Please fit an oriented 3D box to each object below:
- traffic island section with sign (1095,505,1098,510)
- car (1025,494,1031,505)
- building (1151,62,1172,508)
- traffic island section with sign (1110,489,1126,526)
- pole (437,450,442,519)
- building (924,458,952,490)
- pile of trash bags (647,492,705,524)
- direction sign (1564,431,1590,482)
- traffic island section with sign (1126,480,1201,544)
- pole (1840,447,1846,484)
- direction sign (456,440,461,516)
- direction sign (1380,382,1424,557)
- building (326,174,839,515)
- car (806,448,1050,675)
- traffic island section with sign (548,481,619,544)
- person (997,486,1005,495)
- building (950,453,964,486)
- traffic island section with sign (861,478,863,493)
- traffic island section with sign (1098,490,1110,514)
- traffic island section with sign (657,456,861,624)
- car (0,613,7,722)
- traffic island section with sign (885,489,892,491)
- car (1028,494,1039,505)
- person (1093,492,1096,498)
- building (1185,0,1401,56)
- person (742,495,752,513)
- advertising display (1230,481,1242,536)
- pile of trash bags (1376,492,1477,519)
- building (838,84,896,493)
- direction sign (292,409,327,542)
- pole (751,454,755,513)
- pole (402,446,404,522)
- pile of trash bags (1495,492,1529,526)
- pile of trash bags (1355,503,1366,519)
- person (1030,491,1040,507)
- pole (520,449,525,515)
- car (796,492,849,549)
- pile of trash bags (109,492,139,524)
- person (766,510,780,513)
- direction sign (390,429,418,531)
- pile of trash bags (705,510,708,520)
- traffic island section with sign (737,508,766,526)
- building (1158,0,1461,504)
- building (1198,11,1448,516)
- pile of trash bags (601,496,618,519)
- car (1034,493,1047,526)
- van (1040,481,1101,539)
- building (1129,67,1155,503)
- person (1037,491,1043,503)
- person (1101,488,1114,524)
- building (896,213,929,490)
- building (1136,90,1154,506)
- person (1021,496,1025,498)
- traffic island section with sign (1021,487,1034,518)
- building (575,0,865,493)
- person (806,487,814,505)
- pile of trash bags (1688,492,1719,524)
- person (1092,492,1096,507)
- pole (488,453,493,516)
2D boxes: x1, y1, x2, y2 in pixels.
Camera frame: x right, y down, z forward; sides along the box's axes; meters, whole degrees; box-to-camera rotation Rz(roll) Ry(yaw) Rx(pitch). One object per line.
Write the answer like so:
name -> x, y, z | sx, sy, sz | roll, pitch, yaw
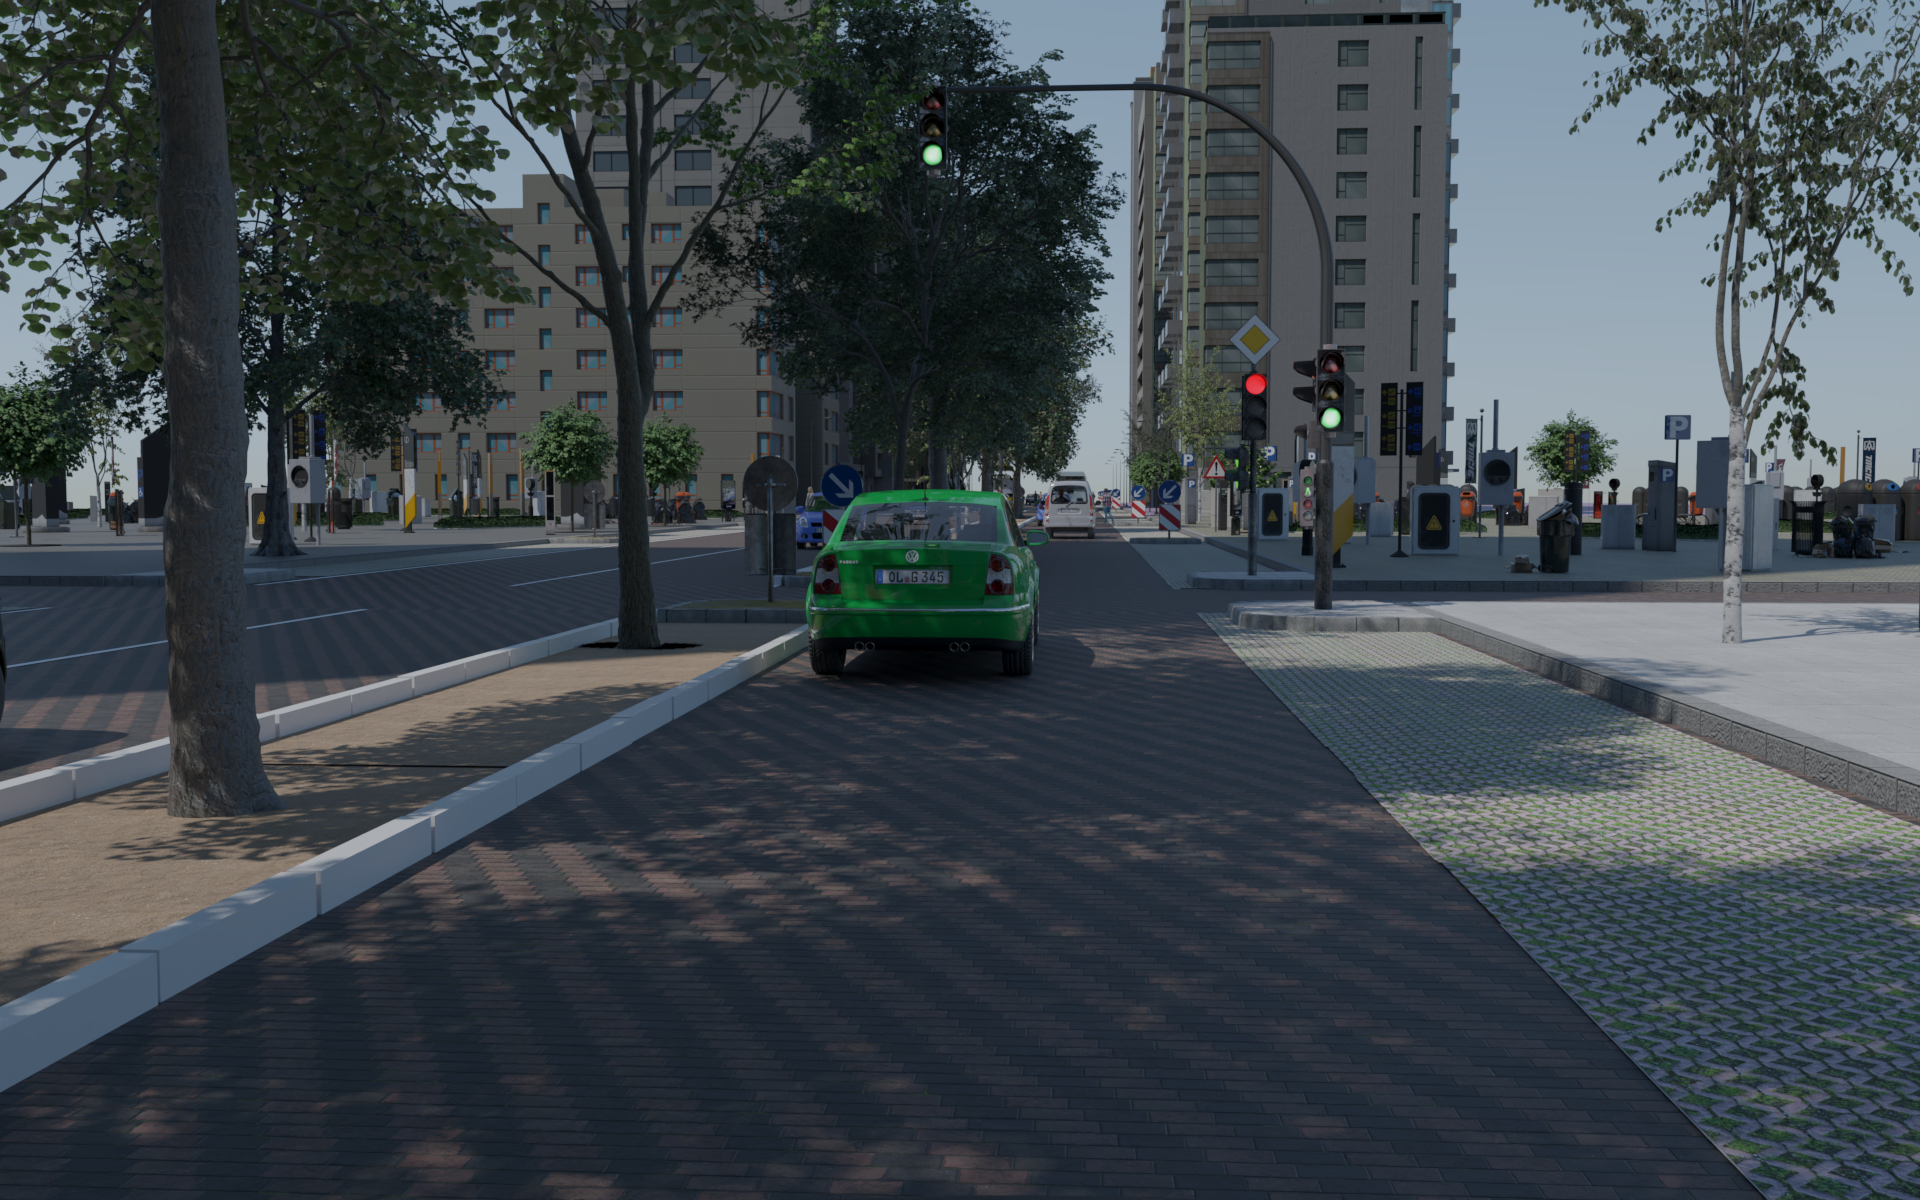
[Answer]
traffic island section with sign -> 13.223, -8.893, 154.032 | 1.989, 1.847, 2.006 | 0, 4, 4
car -> 9.956, -14.080, 239.240 | 2.155, 1.783, 4.494 | 0, 4, 4
building -> 25.591, -29.588, 167.358 | 14.154, 41.232, 14.086 | 0, 4, 4
traffic island section with sign -> 7.783, -4.175, 76.887 | 1.989, 1.847, 2.006 | 0, 4, 4
pole -> -24.090, -5.280, 80.164 | 0.158, 3.312, 0.155 | 0, 3, 0
building -> -15.972, -23.817, 234.448 | 27.650, 21.520, 28.899 | 0, 4, 4
pile of trash bags -> -12.499, -4.066, 76.239 | 1.912, 1.369, 3.447 | 0, 4, -2
direction sign -> 22.012, -4.273, 61.861 | 0.876, 3.537, 0.379 | 0, 3, 0
traffic island section with sign -> 5.906, -2.530, 49.997 | 1.989, 1.847, 2.006 | 0, 4, 4
pole -> 37.993, -4.940, 74.609 | 0.158, 3.312, 0.155 | 0, 3, 0
direction sign -> -21.162, -4.962, 73.121 | 0.379, 3.537, 0.876 | -2, 4, -25
direction sign -> 8.948, -2.640, 35.157 | 0.876, 3.537, 0.379 | 2, 4, 34
building -> -24.075, -16.766, 119.167 | 27.650, 21.520, 28.899 | 0, 4, 4
car -> -0.208, -0.386, 15.115 | 1.959, 1.807, 4.718 | 0, 4, 4
traffic island section with sign -> -10.773, -2.565, 50.570 | 1.989, 1.847, 2.006 | 0, 4, 4
person -> 1.929, -4.595, 83.638 | 0.555, 1.821, 0.388 | -1, 4, -16
building -> -6.857, -29.602, 255.689 | 14.160, 30.474, 14.107 | 0, 4, 4
traffic island section with sign -> -1.776, -1.179, 27.419 | 2.006, 1.907, 1.989 | 0, 4, 4
traffic island section with sign -> 11.285, -7.207, 126.461 | 1.989, 1.847, 2.006 | 0, 4, 4
traffic island section with sign -> -2.305, -0.727, 20.030 | 2.006, 1.907, 1.989 | 0, 4, 4
car -> -6.323, 0.100, 8.149 | 2.009, 1.686, 4.222 | 0, 4, 3
traffic island section with sign -> -5.304, -7.312, 128.185 | 1.989, 1.847, 2.006 | 0, 4, 4
car -> 9.901, -13.122, 226.341 | 2.131, 1.459, 4.920 | 0, 4, 3
person -> 17.410, -13.355, 227.376 | 1.217, 1.766, 0.721 | -3, 5, -44
building -> 22.795, -26.839, 122.406 | 14.154, 41.232, 14.086 | 0, 4, 4
person -> -9.270, -4.109, 75.492 | 0.447, 1.846, 0.655 | 0, 4, -3
advertising display -> 8.553, -2.965, 53.684 | 0.123, 1.923, 0.974 | 2, 4, 25
pile of trash bags -> 17.779, -3.402, 65.381 | 3.447, 1.369, 1.912 | 2, 4, 34
building -> -13.563, -29.214, 161.244 | 14.154, 41.232, 14.086 | 0, 4, 4
direction sign -> -17.480, -3.338, 46.579 | 0.876, 3.537, 0.379 | -3, 4, -36
pole -> -10.470, -5.736, 87.621 | 0.158, 3.312, 0.155 | 0, 3, 0
pole -> -23.116, -4.793, 72.204 | 0.158, 3.312, 0.155 | 0, 3, 0
pile of trash bags -> 23.042, -3.769, 71.383 | 1.912, 1.369, 3.447 | 1, 4, 13
pile of trash bags -> 19.699, -4.551, 84.160 | 1.912, 1.369, 3.447 | 0, 4, -5
person -> 8.382, -11.265, 192.698 | 1.348, 1.821, 0.705 | -2, 4, -31
pole -> -19.871, -5.186, 78.633 | 0.158, 3.312, 0.155 | 0, 3, 0
car -> -3.367, -2.246, 46.315 | 1.945, 1.707, 3.694 | 0, 4, 3
pile of trash bags -> -36.227, -4.054, 76.034 | 1.912, 1.369, 3.447 | 0, 4, 4
person -> -5.304, -2.490, 49.392 | 0.537, 1.800, 0.526 | -1, 4, -21
direction sign -> -19.234, -4.157, 59.967 | 0.876, 3.537, 0.379 | -1, 4, -19
pile of trash bags -> -13.668, -4.705, 86.676 | 1.912, 1.369, 3.447 | -1, 4, -12
traffic island section with sign -> -8.858, -4.229, 77.780 | 1.989, 1.847, 2.006 | 0, 4, 4
building -> 28.163, -32.113, 144.655 | 23.786, 49.044, 30.456 | 0, 4, 4
building -> 21.939, -20.590, 108.346 | 14.160, 30.474, 14.107 | 0, 4, 4
pile of trash bags -> -17.405, -4.923, 90.248 | 1.912, 1.369, 3.447 | 2, 4, 27
car -> 4.322, -4.192, 78.134 | 1.945, 1.707, 3.694 | 0, 4, 2
van -> 3.602, -3.031, 56.569 | 2.013, 2.044, 4.112 | 0, 4, 5
building -> 34.615, -43.024, 245.445 | 21.231, 58.520, 28.212 | 0, 4, 4
person -> 9.134, -11.473, 196.798 | 1.217, 1.736, 0.721 | 2, 4, 28
person -> 7.040, -4.491, 82.760 | 0.563, 1.720, 0.643 | -3, 4, -37
building -> -14.613, -33.603, 204.039 | 22.147, 44.769, 28.867 | 0, 4, 4
building -> 31.196, -35.059, 196.921 | 21.300, 48.544, 21.600 | 0, 4, 4
person -> 7.971, -12.662, 218.706 | 0.628, 1.438, 0.799 | -3, 5, -43
traffic island section with sign -> 3.490, -5.764, 102.373 | 2.006, 1.907, 1.989 | 0, 4, 4
building -> -18.676, -43.065, 142.364 | 20.563, 71.187, 20.611 | 0, 4, 4
person -> -7.534, -4.860, 88.137 | 0.709, 1.800, 0.728 | 3, 5, 40
pile of trash bags -> 28.574, -3.331, 64.214 | 1.912, 1.369, 3.447 | -2, 4, -34
person -> 14.816, -11.231, 193.050 | 0.530, 1.710, 0.541 | -2, 4, -29
pole -> -23.433, -5.667, 86.506 | 0.158, 3.312, 0.155 | 0, 3, 0
